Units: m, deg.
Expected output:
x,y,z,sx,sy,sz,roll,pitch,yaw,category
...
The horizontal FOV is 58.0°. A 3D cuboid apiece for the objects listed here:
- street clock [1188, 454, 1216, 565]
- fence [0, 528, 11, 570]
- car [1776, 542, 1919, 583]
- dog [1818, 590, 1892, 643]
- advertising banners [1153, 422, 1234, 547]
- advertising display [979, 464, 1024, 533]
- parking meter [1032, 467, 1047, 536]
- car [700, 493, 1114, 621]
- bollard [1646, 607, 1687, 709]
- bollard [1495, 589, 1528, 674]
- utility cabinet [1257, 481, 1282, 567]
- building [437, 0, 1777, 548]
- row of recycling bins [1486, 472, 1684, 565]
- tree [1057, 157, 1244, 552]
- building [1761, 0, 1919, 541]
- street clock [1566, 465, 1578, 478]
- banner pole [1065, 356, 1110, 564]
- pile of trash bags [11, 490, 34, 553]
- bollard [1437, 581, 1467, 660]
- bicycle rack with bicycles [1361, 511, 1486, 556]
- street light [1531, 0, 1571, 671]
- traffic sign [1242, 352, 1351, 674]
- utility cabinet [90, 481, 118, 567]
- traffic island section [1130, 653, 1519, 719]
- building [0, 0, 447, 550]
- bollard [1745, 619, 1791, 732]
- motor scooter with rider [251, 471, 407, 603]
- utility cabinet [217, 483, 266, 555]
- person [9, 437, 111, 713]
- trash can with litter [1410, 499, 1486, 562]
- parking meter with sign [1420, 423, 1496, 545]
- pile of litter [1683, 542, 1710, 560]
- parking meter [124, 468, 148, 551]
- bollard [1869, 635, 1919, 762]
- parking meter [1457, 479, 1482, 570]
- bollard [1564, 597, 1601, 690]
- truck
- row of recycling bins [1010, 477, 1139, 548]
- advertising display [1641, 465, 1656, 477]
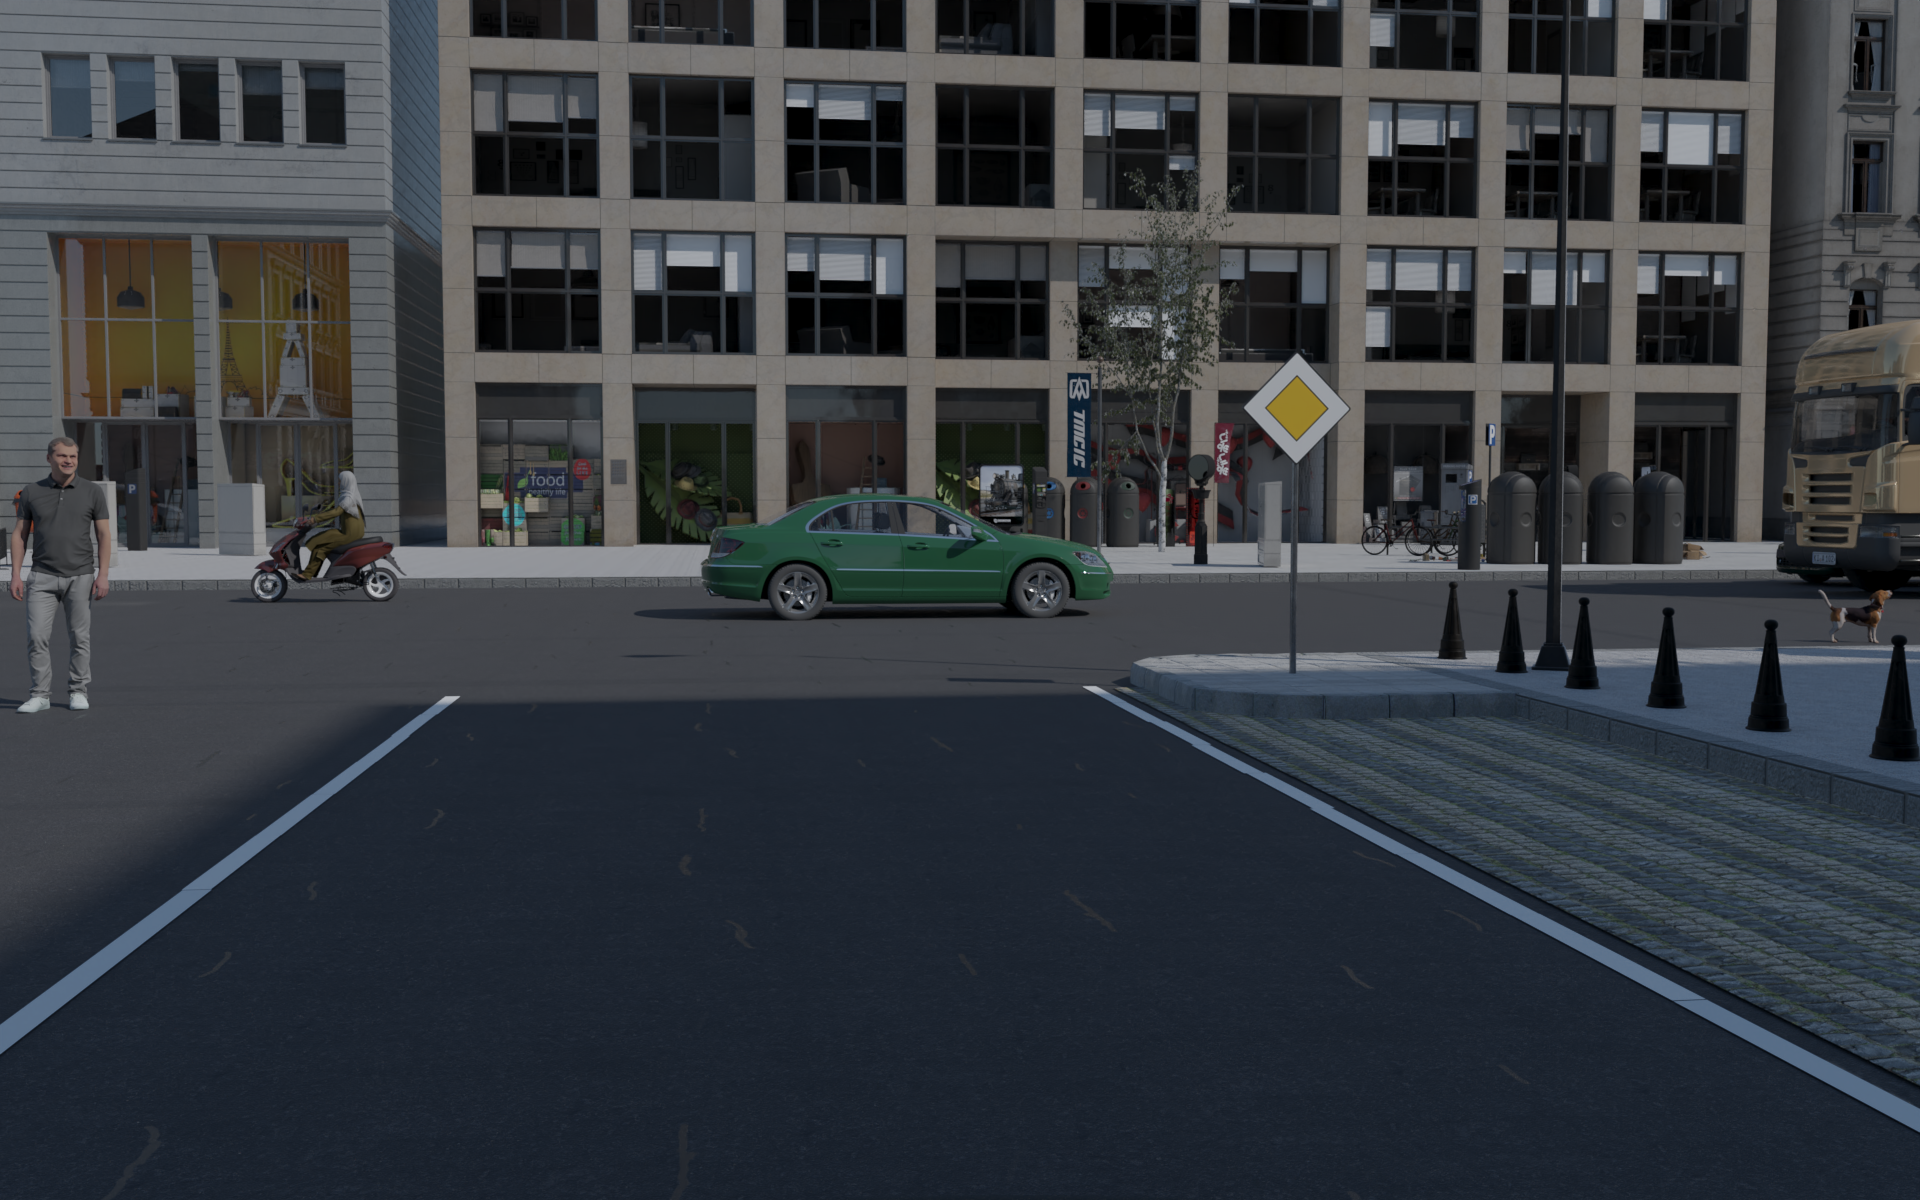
x,y,z,sx,sy,sz,roll,pitch,yaw,category
4.398,-1.652,31.576,0.471,2.002,0.358,3,5,44,street clock
-16.703,-0.908,30.224,0.278,0.683,2.069,-2,4,-26,fence
15.208,-1.086,27.546,4.222,1.686,2.009,-1,4,-9,car
8.647,0.156,16.738,0.540,0.507,0.406,-2,4,-26,dog
5.702,-2.810,42.130,2.074,3.025,0.090,-1,4,-15,advertising banners
0.891,-1.958,37.227,0.974,1.923,0.123,0,4,1,advertising display
1.711,-1.925,37.186,0.255,1.863,0.399,-1,4,-9,parking meter
-0.606,-0.540,20.622,4.920,1.459,2.131,0,4,-8,car
4.260,0.343,10.430,0.229,0.601,0.229,0,3,0,bollard
3.976,0.218,12.469,0.229,0.601,0.229,0,3,0,bollard
5.469,-1.346,30.683,0.318,1.500,1.173,0,4,4,utility cabinet
3.223,-15.171,52.565,34.151,26.468,19.350,0,4,-8,building
11.493,-1.510,31.799,3.534,1.692,1.069,0,4,-1,row of recycling bins
4.418,-5.384,38.387,4.360,8.622,3.978,0,3,0,tree
30.717,-12.343,50.966,18.267,20.994,9.793,0,4,-8,building
15.355,-2.381,43.505,0.358,2.002,0.471,1,4,10,street clock
2.318,-2.537,31.492,0.863,3.779,0.401,-1,4,-15,banner pole
-21.651,-1.696,37.483,3.447,1.369,1.912,-1,4,-10,pile of trash bags
3.838,0.156,13.491,0.229,0.601,0.229,0,3,0,bollard
10.260,-1.397,36.222,2.852,0.926,2.925,-3,5,-43,bicycle rack with bicycles
3.808,-2.441,12.448,1.470,5.913,1.316,0,4,-8,street light
2.377,-0.531,12.327,0.795,2.450,0.064,0,4,-8,traffic sign
-15.366,-1.317,30.207,1.173,1.500,0.318,0,4,1,utility cabinet
2.399,0.604,12.408,2.009,0.180,2.903,0,4,-8,traffic island section
-28.833,-16.276,43.609,29.804,29.767,11.434,0,4,-8,building
4.401,0.405,9.413,0.229,0.601,0.229,0,3,0,bollard
-8.378,-0.858,22.985,1.986,1.779,0.876,-1,4,-9,motor scooter with rider
-14.993,-1.682,36.175,1.173,1.500,0.318,2,4,32,utility cabinet
-5.974,-0.175,11.485,0.598,1.807,0.434,-1,4,-11,person
9.529,-1.370,33.463,2.233,1.210,1.678,-1,4,-19,trash can with litter
12.430,-2.881,43.362,1.738,3.016,0.543,2,4,33,parking meter with sign
14.239,-1.240,34.245,1.719,0.858,1.176,-2,4,-26,pile of litter
-18.609,-2.043,39.108,0.399,1.863,0.255,1,4,12,parking meter
4.542,0.468,8.393,0.229,0.601,0.229,0,3,0,bollard
8.626,-1.279,29.316,0.372,1.533,0.369,0,3,0,parking meter
4.120,0.281,11.447,0.229,0.601,0.229,0,3,0,bollard
17.060,-2.200,24.885,11.283,4.237,2.839,0,4,-7,truck
2.580,-2.140,42.094,3.534,1.692,1.069,0,4,6,row of recycling bins
15.471,-2.065,38.979,0.123,1.923,0.974,1,4,9,advertising display
